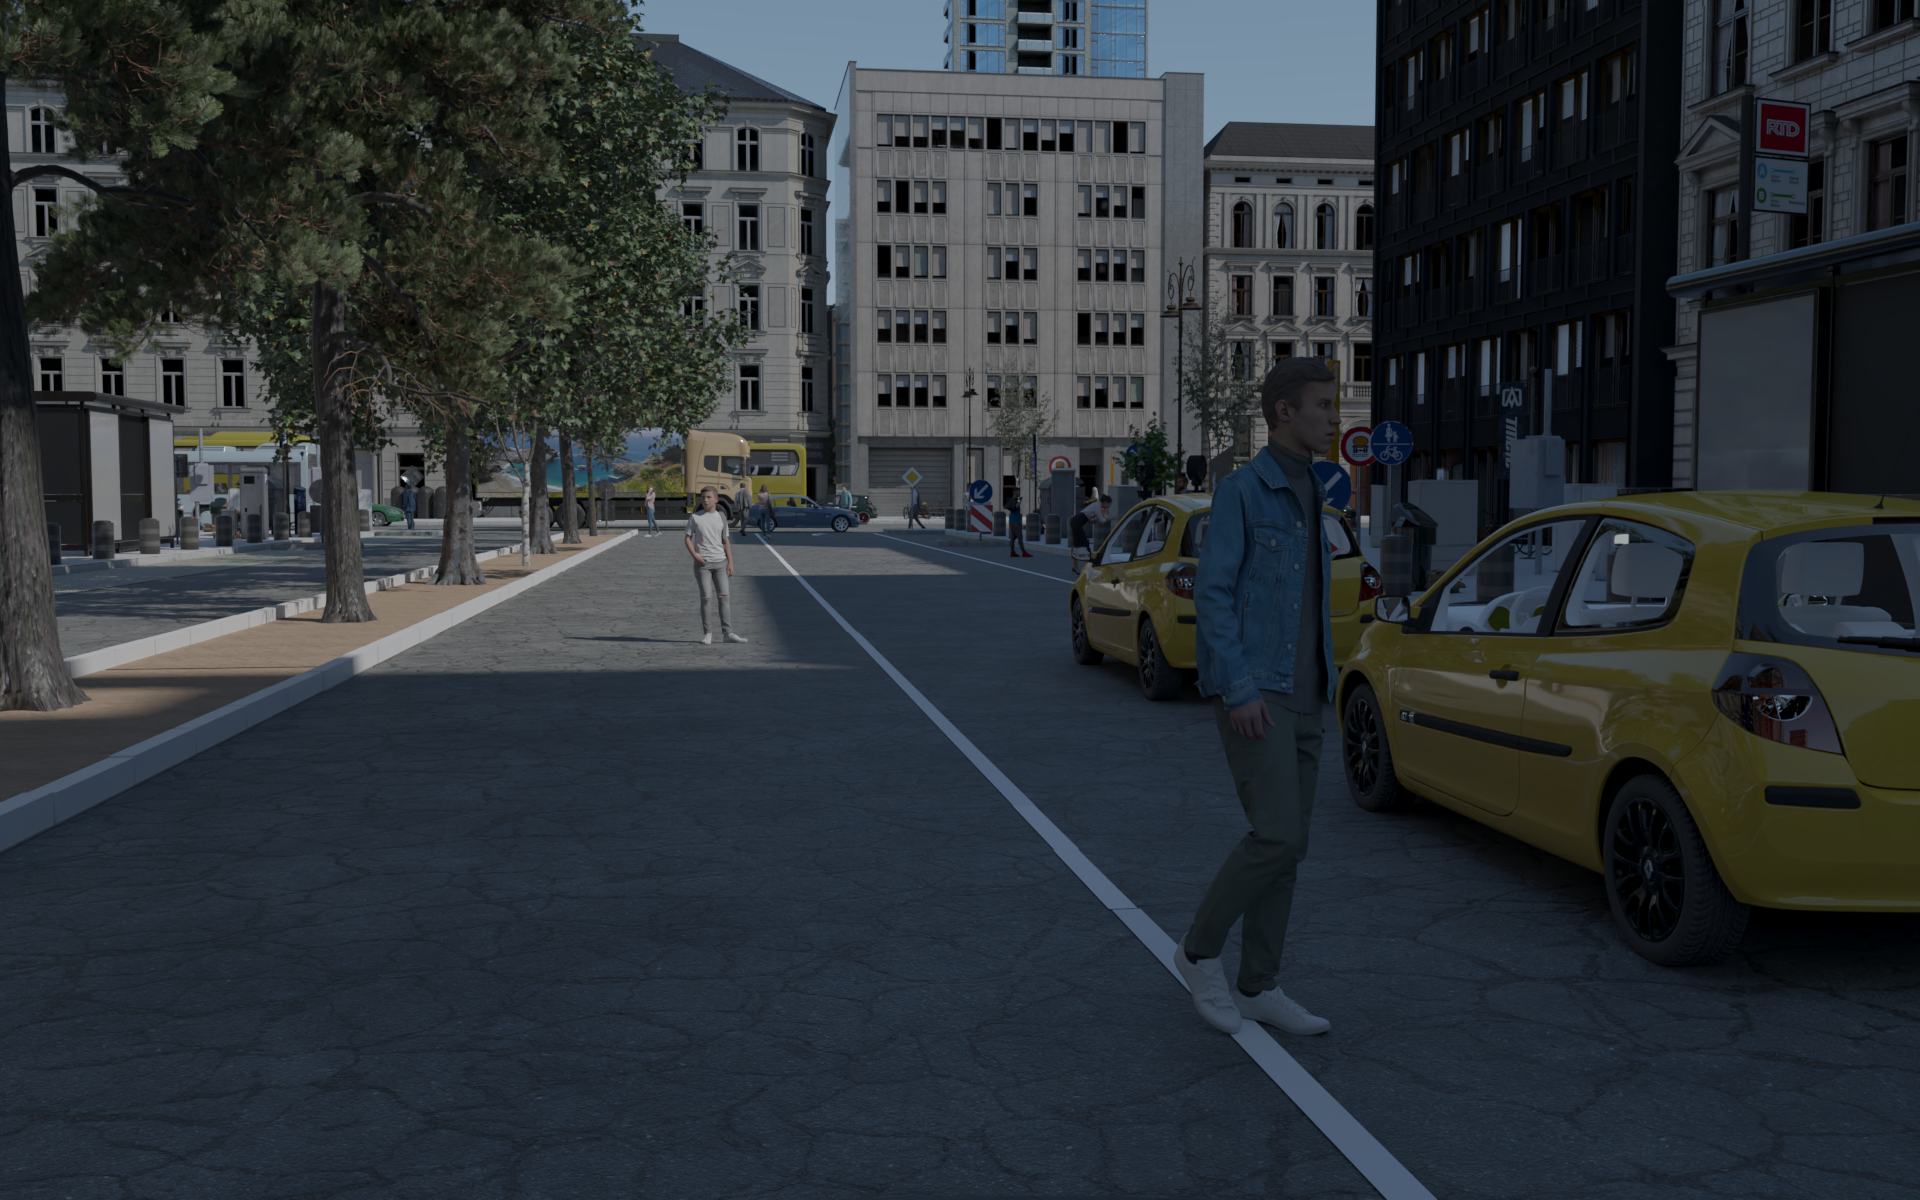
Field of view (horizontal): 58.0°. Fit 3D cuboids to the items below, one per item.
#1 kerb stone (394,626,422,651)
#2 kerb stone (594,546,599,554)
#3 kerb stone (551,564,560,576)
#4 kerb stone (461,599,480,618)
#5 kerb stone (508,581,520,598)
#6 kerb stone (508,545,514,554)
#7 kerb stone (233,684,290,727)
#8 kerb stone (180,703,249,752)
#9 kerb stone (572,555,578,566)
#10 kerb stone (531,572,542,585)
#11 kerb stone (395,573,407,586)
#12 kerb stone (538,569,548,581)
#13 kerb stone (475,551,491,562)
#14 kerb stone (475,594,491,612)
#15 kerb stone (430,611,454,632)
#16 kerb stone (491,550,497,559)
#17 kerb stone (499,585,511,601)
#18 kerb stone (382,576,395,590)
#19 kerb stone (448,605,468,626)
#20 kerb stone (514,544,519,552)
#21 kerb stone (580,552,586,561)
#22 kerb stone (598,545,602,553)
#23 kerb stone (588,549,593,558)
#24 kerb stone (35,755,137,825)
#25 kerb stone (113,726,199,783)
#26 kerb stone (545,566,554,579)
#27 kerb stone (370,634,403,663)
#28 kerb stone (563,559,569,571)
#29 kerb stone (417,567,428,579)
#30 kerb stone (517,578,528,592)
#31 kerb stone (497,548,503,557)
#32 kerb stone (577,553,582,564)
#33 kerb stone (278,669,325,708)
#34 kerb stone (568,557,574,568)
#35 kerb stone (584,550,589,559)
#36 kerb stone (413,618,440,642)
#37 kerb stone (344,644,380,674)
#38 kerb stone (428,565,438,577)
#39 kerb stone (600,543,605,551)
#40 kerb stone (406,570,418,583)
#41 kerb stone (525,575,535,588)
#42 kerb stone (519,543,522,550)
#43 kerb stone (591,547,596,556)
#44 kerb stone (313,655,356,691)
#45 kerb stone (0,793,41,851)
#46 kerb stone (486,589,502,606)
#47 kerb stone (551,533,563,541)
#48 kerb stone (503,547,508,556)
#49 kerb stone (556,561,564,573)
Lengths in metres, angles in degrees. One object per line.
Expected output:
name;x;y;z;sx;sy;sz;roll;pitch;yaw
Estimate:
kerb stone;-5.173;0.375;16.100;0.120;0.150;1.000;0;4;-8
kerb stone;-8.602;-1.119;40.506;0.120;0.150;1.000;0;4;-8
kerb stone;-7.167;-0.499;30.350;0.120;0.150;1.000;0;4;-8
kerb stone;-5.745;0.124;20.162;0.120;0.150;1.000;0;4;-8
kerb stone;-6.307;-0.124;24.229;0.120;0.150;1.000;0;4;-8
kerb stone;-10.822;-1.162;41.289;0.120;0.150;1.000;0;4;-8
kerb stone;-4.464;0.684;11.018;0.120;0.150;1.000;0;4;-8
kerb stone;-4.319;0.746;9.999;0.120;0.150;1.000;0;4;-8
kerb stone;-7.740;-0.747;34.411;0.120;0.150;1.000;0;4;-8
kerb stone;-6.735;-0.311;27.284;0.120;0.150;1.000;0;4;-8
kerb stone;-8.826;-0.289;27.042;0.120;0.150;1.000;0;4;-8
kerb stone;-6.883;-0.374;28.310;0.120;0.150;1.000;0;4;-8
kerb stone;-10.261;-0.919;37.221;0.120;0.150;1.000;0;4;-8
kerb stone;-5.887;0.062;21.176;0.120;0.150;1.000;0;4;-8
kerb stone;-5.462;0.249;18.130;0.120;0.150;1.000;0;4;-8
kerb stone;-10.402;-0.975;38.240;0.120;0.150;1.000;0;4;-8
kerb stone;-6.169;-0.059;23.214;0.120;0.150;1.000;0;4;-8
kerb stone;-8.686;-0.234;26.026;0.120;0.150;1.000;0;4;-8
kerb stone;-5.597;0.188;19.148;0.120;0.150;1.000;0;4;-8
kerb stone;-10.963;-1.230;42.317;0.120;0.150;1.000;0;4;-8
kerb stone;-8.028;-0.871;36.441;0.120;0.150;1.000;0;4;-8
kerb stone;-8.741;-1.182;41.529;0.120;0.150;1.000;0;4;-8
kerb stone;-8.313;-0.995;38.471;0.120;0.150;1.000;0;4;-8
kerb stone;-4.032;0.876;7.971;0.120;0.150;1.000;0;4;-8
kerb stone;-4.177;0.808;8.985;0.120;0.150;1.000;0;4;-8
kerb stone;-7.031;-0.437;29.335;0.120;0.150;1.000;0;4;-8
kerb stone;-5.029;0.435;15.085;0.120;0.150;1.000;0;4;-8
kerb stone;-7.454;-0.623;32.381;0.120;0.150;1.000;0;4;-8
kerb stone;-9.116;-0.421;29.073;0.120;0.150;1.000;0;4;-8
kerb stone;-6.456;-0.186;25.248;0.120;0.150;1.000;0;4;-8
kerb stone;-10.547;-1.043;39.253;0.120;0.150;1.000;0;4;-8
kerb stone;-7.885;-0.808;35.425;0.120;0.150;1.000;0;4;-8
kerb stone;-4.606;0.624;12.040;0.120;0.150;1.000;0;4;-8
kerb stone;-7.603;-0.682;33.394;0.120;0.150;1.000;0;4;-8
kerb stone;-8.172;-0.933;37.456;0.120;0.150;1.000;0;4;-8
kerb stone;-5.311;0.311;17.116;0.120;0.150;1.000;0;4;-8
kerb stone;-4.893;0.497;14.070;0.120;0.150;1.000;0;4;-8
kerb stone;-9.253;-0.483;30.093;0.120;0.150;1.000;0;4;-8
kerb stone;-8.885;-1.245;42.547;0.120;0.150;1.000;0;4;-8
kerb stone;-8.973;-0.354;28.055;0.120;0.150;1.000;0;4;-8
kerb stone;-6.601;-0.241;26.269;0.120;0.150;1.000;0;4;-8
kerb stone;-11.121;-1.289;43.330;0.120;0.150;1.000;0;4;-8
kerb stone;-8.460;-1.058;39.488;0.120;0.150;1.000;0;4;-8
kerb stone;-4.742;0.559;13.057;0.120;0.150;1.000;0;4;-8
kerb stone;-3.894;0.932;6.953;0.120;0.150;1.000;0;4;-8
kerb stone;-6.030;0.000;22.193;0.120;0.150;1.000;0;4;-8
kerb stone;-12.691;-1.979;54.558;0.120;0.150;1.000;0;4;-8
kerb stone;-10.683;-1.104;40.269;0.120;0.150;1.000;0;4;-8
kerb stone;-7.320;-0.558;31.363;0.120;0.150;1.000;0;4;-8
